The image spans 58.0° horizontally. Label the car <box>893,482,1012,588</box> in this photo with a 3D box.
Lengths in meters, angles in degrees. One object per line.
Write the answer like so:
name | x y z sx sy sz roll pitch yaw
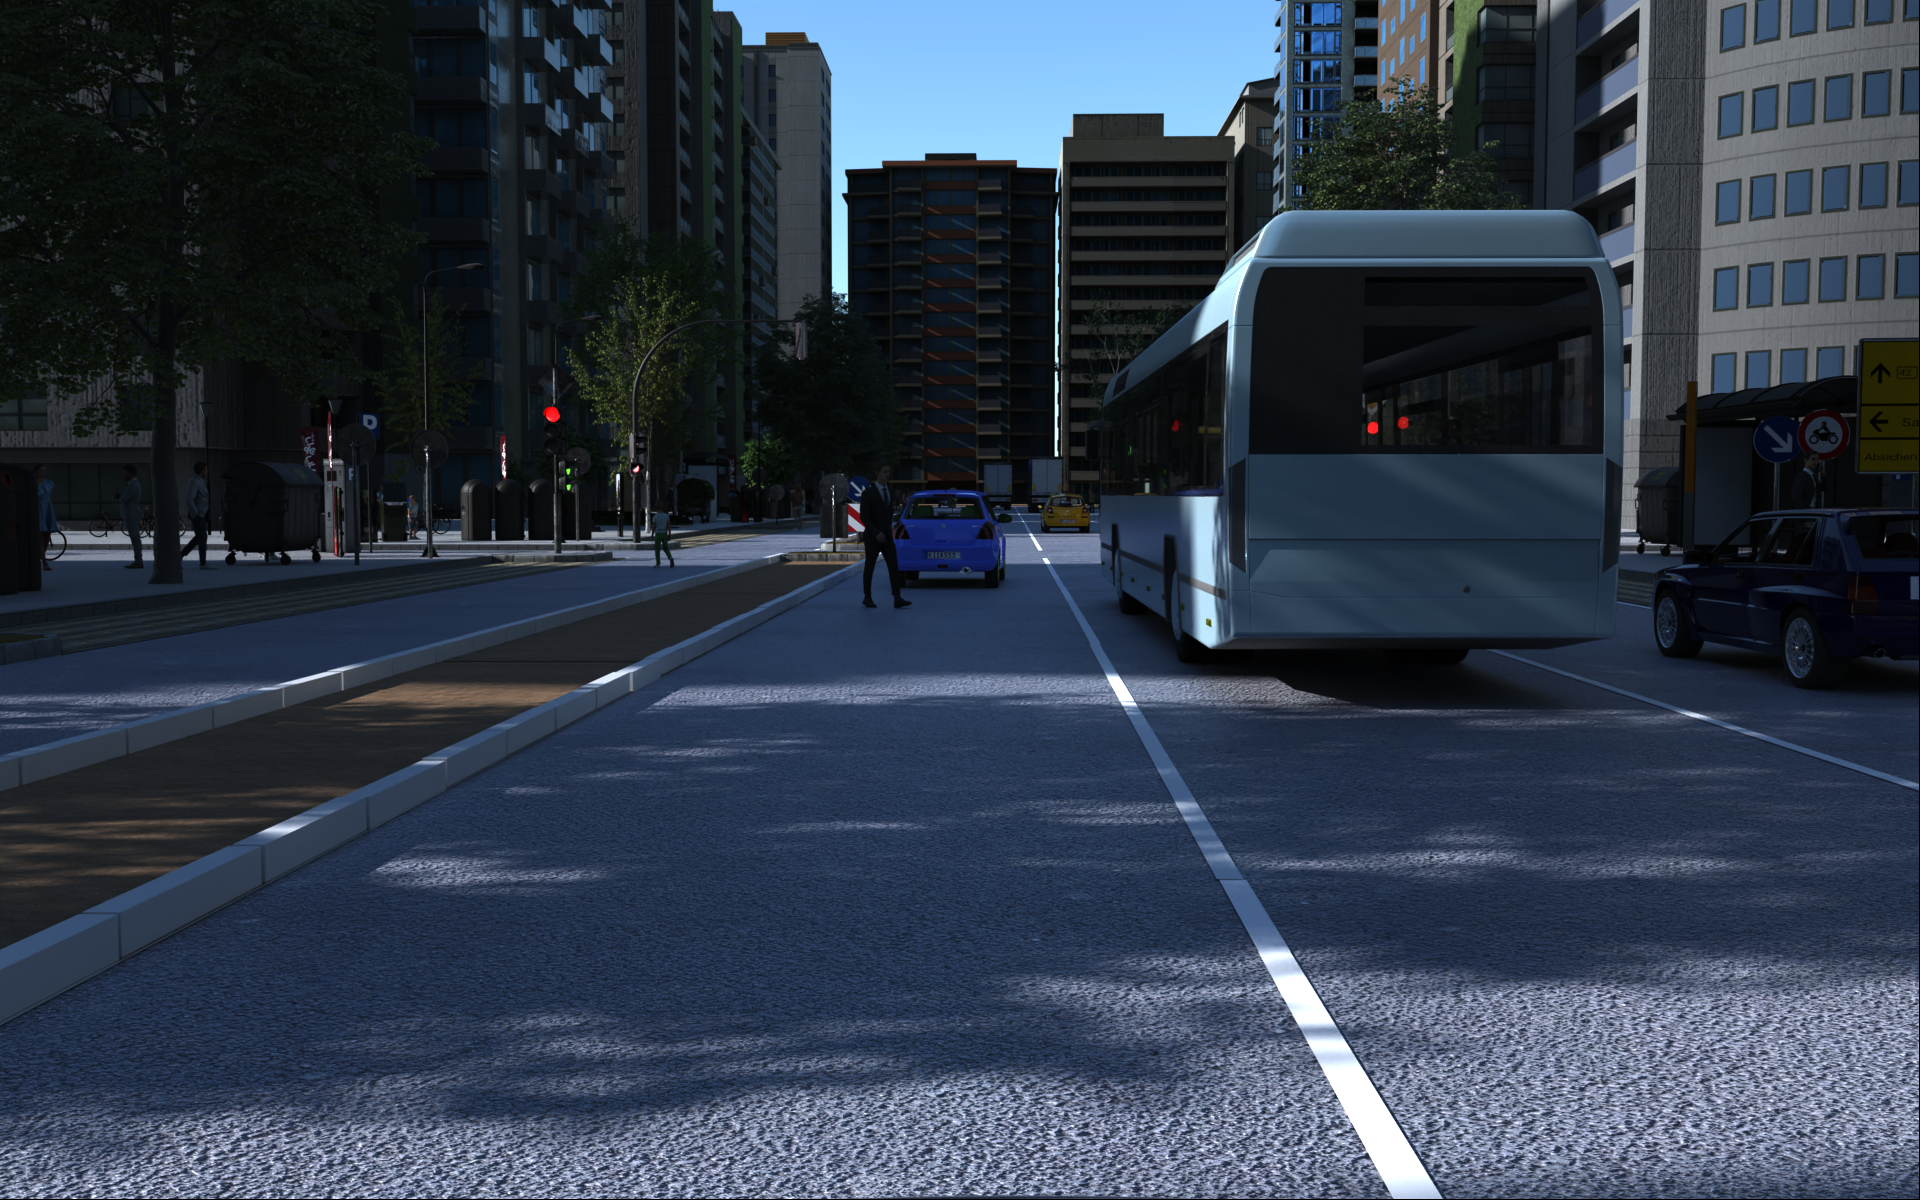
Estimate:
car | -0.147 -1.114 27.803 1.945 1.707 3.694 0 4 3

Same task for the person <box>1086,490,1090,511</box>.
person | 10.792 -8.247 143.888 0.434 1.755 0.990 3 4 37

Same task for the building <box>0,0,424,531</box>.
building | -29.491 -17.925 64.767 14.160 30.474 14.107 0 4 2

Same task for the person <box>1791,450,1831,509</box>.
person | 12.102 -1.176 24.630 0.474 1.900 0.648 2 4 32

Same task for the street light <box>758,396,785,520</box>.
street light | -8.948 -6.687 81.872 1.470 5.913 1.316 0 4 2

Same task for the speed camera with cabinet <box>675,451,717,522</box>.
speed camera with cabinet | -12.226 -5.251 80.184 2.038 3.252 0.660 2 4 31

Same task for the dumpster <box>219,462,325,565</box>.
dumpster | -12.624 -1.594 31.816 1.264 1.857 1.865 0 4 2

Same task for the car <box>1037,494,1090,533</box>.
car | 3.941 -3.361 65.178 2.015 1.641 3.980 0 4 0

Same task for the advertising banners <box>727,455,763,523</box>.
advertising banners | -9.630 -4.979 77.593 0.090 3.025 2.074 3 5 42

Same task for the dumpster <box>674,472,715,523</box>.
dumpster | -11.664 -4.501 76.087 1.502 2.255 1.985 0 4 1

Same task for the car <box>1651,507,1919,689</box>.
car | 7.052 -0.090 14.045 1.945 1.354 3.894 0 4 1

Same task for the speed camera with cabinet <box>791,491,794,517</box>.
speed camera with cabinet | -9.972 -6.222 96.061 2.038 3.252 0.660 -2 4 -27

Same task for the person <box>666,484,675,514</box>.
person | -15.617 -5.386 93.889 0.755 1.850 0.659 -1 4 -9

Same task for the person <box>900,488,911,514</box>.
person | -2.920 -5.039 91.476 0.643 1.750 0.593 2 4 33

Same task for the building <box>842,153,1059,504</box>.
building | -1.812 -34.908 225.367 28.867 44.769 22.147 0 4 2

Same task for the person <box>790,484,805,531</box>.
person | -6.372 -3.641 68.010 0.573 1.828 0.580 1 4 8

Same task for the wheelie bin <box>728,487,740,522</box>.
wheelie bin | -10.206 -4.348 78.992 0.693 1.594 0.980 0 4 -3

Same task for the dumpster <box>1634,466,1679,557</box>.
dumpster | 15.014 -1.861 36.189 1.264 1.857 1.865 0 4 1

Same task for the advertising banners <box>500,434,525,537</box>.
advertising banners | -13.039 -3.318 50.435 0.090 3.025 2.074 -2 4 -32

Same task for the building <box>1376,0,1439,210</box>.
building | 34.070 -27.923 106.651 14.600 45.320 14.200 0 4 2

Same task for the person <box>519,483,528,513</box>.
person | -20.377 -4.517 80.321 0.534 1.772 0.576 2 4 35

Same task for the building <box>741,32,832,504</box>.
building | -30.971 -41.789 225.249 28.212 58.520 21.231 0 4 2

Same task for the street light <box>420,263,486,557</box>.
street light | -10.248 -3.823 35.055 1.470 5.913 1.316 0 4 2

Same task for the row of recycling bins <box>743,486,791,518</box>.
row of recycling bins | -10.484 -5.294 93.670 3.534 1.692 1.069 3 5 42

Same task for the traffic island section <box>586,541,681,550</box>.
traffic island section | -8.497 -1.417 45.448 2.009 0.180 2.903 0 4 2

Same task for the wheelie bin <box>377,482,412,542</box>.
wheelie bin | -15.339 -2.376 46.762 0.980 1.594 0.693 -2 4 -28

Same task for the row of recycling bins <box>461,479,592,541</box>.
row of recycling bins | -12.080 -2.520 48.309 3.534 1.692 1.069 -1 4 -20

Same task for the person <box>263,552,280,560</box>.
person | -13.366 -1.578 33.653 0.330 1.601 0.589 -2 4 -30

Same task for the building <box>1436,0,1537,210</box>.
building | 30.159 -24.407 82.645 14.154 41.232 14.086 0 4 2

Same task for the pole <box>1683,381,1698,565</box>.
pole | 13.246 -2.298 31.410 0.158 3.312 0.155 0 3 0

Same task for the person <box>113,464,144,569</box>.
person | -14.359 -1.448 29.897 0.466 1.800 0.511 -3 4 -37

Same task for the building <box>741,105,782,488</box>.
building | -30.455 -29.213 169.519 23.993 40.220 32.217 0 4 2

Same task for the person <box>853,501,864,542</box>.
person | -2.721 -2.333 46.825 0.473 1.802 0.592 0 4 4

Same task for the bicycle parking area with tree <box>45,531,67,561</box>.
bicycle parking area with tree | -21.002 -2.617 29.797 8.231 4.147 9.016 1 4 17

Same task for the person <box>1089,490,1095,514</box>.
person | 9.549 -7.202 126.776 0.617 1.759 0.750 -2 4 -29

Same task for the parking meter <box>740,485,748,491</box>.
parking meter | -12.545 -5.807 100.660 0.399 1.863 0.255 1 4 13

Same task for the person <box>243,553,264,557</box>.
person | -14.311 -1.520 35.142 0.590 1.304 0.306 2 4 25

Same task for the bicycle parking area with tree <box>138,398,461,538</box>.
bicycle parking area with tree | -20.977 -4.042 53.090 8.231 4.147 9.016 3 4 37

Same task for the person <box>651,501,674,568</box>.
person | -5.747 -1.266 33.455 0.306 1.304 0.590 -3 5 -44

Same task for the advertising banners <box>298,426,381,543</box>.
advertising banners | -16.266 -3.012 45.435 2.074 3.025 0.090 -2 4 -35

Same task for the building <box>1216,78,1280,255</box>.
building | 48.259 -38.992 226.752 27.495 52.752 28.713 0 4 2

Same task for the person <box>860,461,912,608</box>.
person | -0.947 -0.827 21.800 0.659 1.850 0.755 -3 5 -43

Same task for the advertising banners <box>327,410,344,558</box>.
advertising banners | -12.880 -2.417 35.711 0.090 3.025 2.074 -2 4 -25

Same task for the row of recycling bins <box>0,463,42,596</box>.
row of recycling bins | -12.359 -0.884 21.558 1.069 1.692 3.534 -1 4 -13

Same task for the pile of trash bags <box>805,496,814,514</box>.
pile of trash bags | -10.772 -6.256 112.042 1.912 1.369 3.447 -3 5 -40

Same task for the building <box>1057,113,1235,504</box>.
building | 23.395 -36.711 223.931 21.600 48.544 21.300 0 4 2

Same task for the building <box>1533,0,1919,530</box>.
building | 38.524 -31.970 64.709 28.212 58.520 21.231 0 4 2

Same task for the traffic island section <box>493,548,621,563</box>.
traffic island section | -8.715 -0.929 37.466 2.009 0.180 2.903 0 4 2

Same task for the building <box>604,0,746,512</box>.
building | -25.822 -28.076 142.641 14.154 41.232 14.086 0 4 2

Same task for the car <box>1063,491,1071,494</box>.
car | 11.165 -10.988 188.325 2.281 1.827 5.304 0 4 1

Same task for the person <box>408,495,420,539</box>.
person | -15.465 -2.343 49.032 0.332 1.250 0.352 -1 4 -20

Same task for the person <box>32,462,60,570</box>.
person | -15.545 -1.410 29.197 0.778 1.811 0.616 3 5 44

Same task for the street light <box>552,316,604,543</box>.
street light | -9.975 -4.447 45.244 1.470 5.913 1.316 0 4 2

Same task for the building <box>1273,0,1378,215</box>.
building | 38.696 -52.231 166.643 22.319 86.520 31.000 0 4 2

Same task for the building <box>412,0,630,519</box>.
building | -32.985 -29.405 100.382 23.786 49.044 30.456 0 4 2

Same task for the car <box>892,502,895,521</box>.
car | -4.335 -4.799 88.692 2.015 1.641 3.980 0 4 0

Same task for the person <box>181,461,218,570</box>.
person | -13.020 -1.439 29.420 0.795 1.843 0.661 0 4 -7
